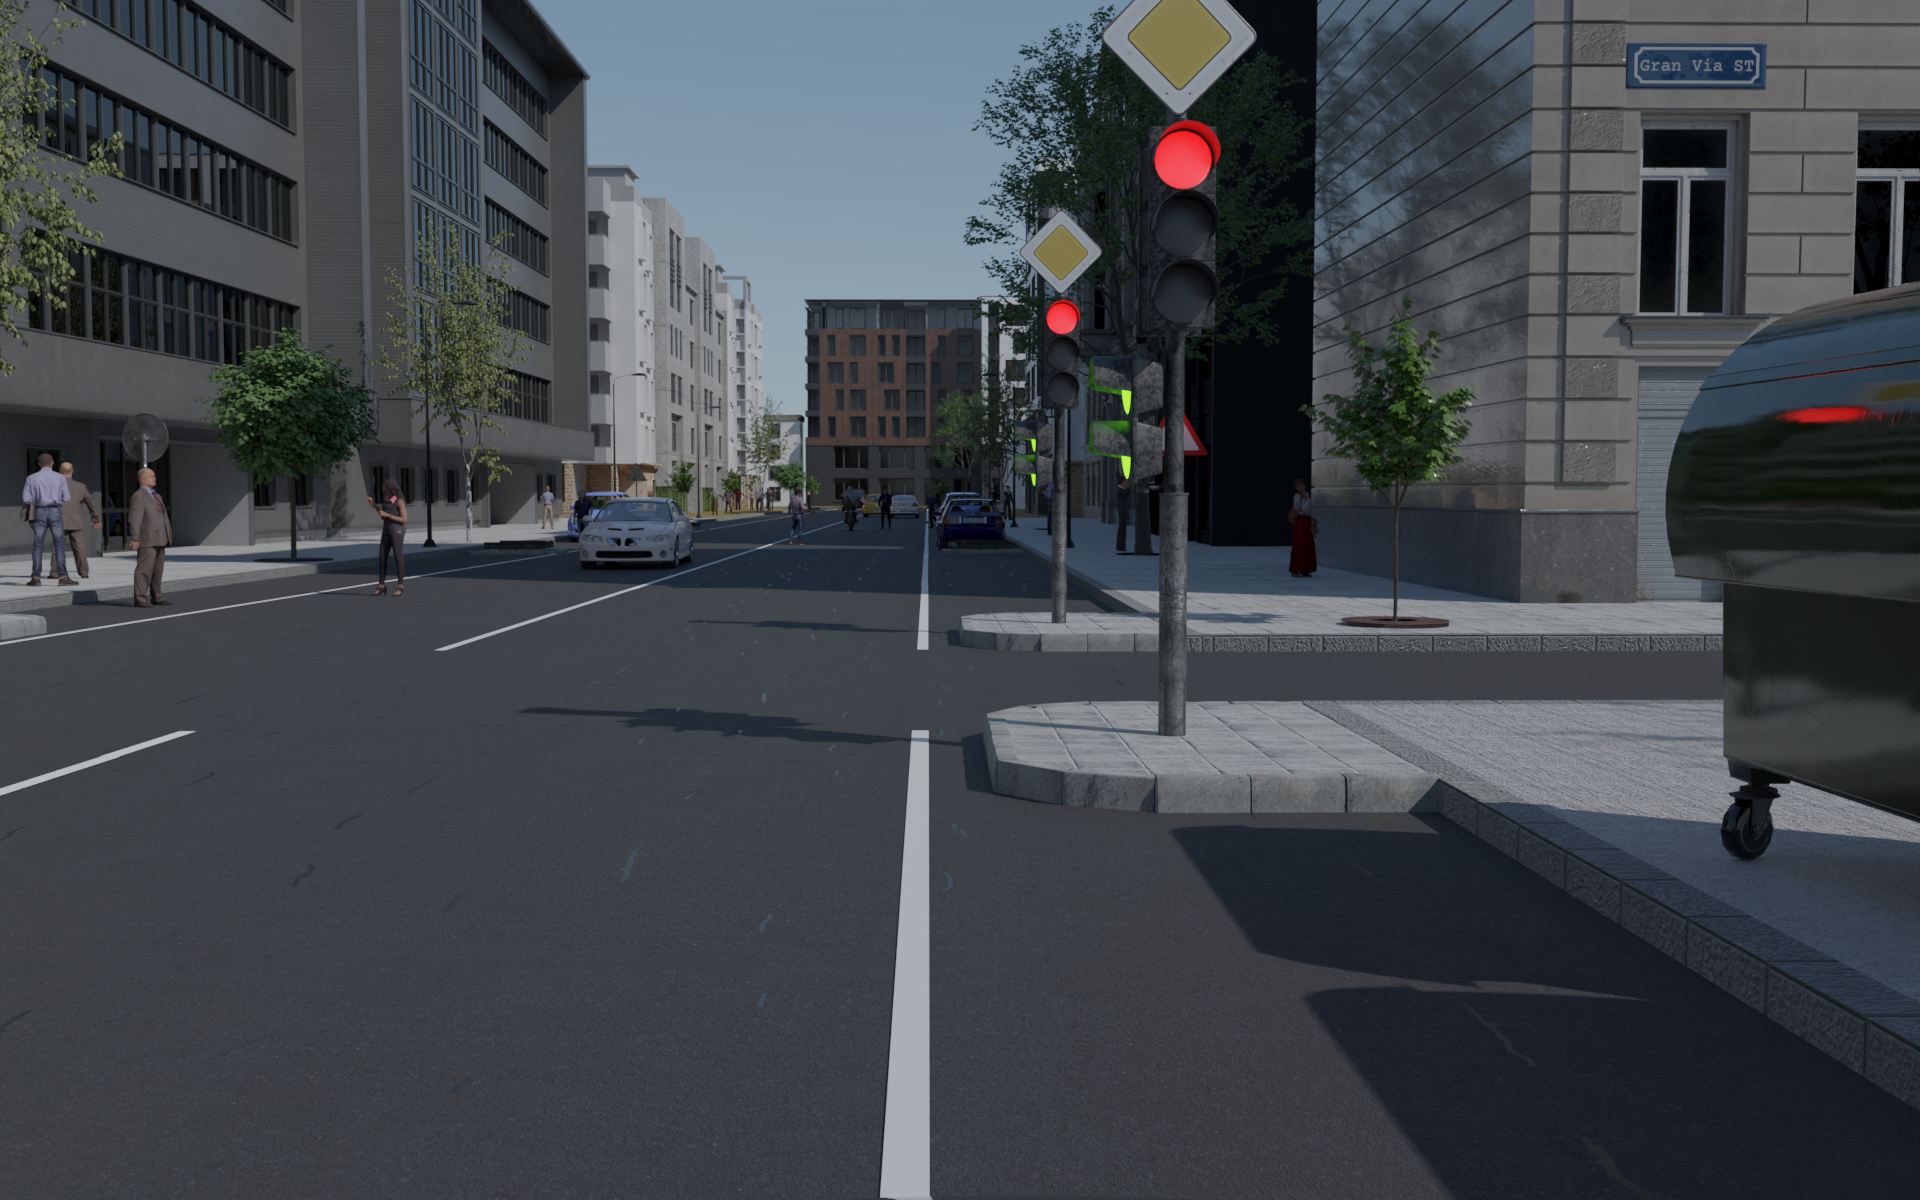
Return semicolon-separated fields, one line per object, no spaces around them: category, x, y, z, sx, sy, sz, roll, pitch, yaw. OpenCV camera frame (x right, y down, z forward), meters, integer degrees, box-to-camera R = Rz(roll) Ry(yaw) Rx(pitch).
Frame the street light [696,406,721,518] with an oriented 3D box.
street light;-13.273;-7.270;91.406;1.470;5.913;1.316;0;4;-1

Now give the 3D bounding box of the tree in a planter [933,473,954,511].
tree in a planter;-1.377;-9.130;146.504;1.991;3.239;1.994;0;4;-1

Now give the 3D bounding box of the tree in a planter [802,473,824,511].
tree in a planter;-12.471;-9.078;145.647;1.991;3.239;1.994;0;4;-1

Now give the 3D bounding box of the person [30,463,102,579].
person;-13.569;-1.203;26.260;0.990;1.755;0.434;-3;4;-36

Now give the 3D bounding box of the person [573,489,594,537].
person;-9.531;-2.046;44.162;0.569;1.553;0.471;3;5;42

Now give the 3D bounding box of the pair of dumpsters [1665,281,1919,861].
pair of dumpsters;3.337;-0.093;4.022;1.574;2.255;4.436;0;4;-1

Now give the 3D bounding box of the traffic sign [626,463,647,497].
traffic sign;-13.334;-4.368;71.426;0.884;2.594;0.081;0;4;8

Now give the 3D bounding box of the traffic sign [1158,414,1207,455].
traffic sign;2.954;-1.459;23.858;0.884;2.594;0.081;1;4;8

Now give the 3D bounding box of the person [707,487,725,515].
person;-15.095;-6.125;106.923;1.217;1.736;0.721;1;4;18

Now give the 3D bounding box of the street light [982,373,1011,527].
street light;1.545;-5.755;66.639;1.470;5.913;1.316;0;4;-1

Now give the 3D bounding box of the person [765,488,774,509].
person;-16.586;-8.789;149.765;0.705;1.821;1.348;2;4;32

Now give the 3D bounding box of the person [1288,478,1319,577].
person;5.282;-1.111;26.676;0.387;1.526;0.523;3;5;39

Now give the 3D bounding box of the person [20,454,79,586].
person;-12.720;-1.118;24.192;0.709;1.838;0.599;-1;4;-22

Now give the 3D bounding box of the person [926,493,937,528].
person;-1.205;-3.788;73.123;0.600;1.496;0.574;3;5;40

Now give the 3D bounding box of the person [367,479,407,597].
person;-8.021;-0.872;24.228;0.593;1.643;0.415;0;4;-3

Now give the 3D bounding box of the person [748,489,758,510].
person;-16.706;-8.115;139.429;0.721;1.736;1.217;2;4;34

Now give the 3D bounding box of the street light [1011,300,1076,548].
street light;2.053;-4.197;41.168;1.470;5.913;1.316;0;4;-1

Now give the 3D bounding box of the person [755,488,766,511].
person;-14.900;-7.471;129.134;0.756;1.711;0.436;0;4;6

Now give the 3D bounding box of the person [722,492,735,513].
person;-16.072;-6.948;120.188;0.990;1.755;0.434;1;4;21

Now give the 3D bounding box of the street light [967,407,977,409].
street light;1.030;-7.317;92.181;1.470;5.913;1.316;0;4;-1

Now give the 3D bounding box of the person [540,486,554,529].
person;-15.210;-3.407;63.810;0.516;1.574;0.319;-2;4;-23

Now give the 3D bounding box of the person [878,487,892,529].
person;-3.063;-3.774;70.905;0.576;1.737;0.504;0;4;-2

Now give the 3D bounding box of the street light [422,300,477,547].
street light;-12.256;-4.225;41.625;1.470;5.913;1.316;0;4;-1

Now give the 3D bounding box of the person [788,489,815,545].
person;-4.561;-2.347;48.839;0.963;1.587;0.435;2;4;28

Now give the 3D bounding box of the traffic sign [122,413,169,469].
traffic sign;-12.857;-1.666;27.342;0.768;2.556;0.104;0;4;7

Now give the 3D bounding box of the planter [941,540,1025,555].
planter;0.540;-1.272;41.941;1.991;0.319;1.994;0;4;-1

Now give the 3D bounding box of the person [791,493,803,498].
person;-15.623;-9.756;165.545;1.348;1.826;0.705;2;4;28

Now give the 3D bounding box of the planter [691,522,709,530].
planter;-11.066;-2.931;69.059;1.991;0.319;1.994;0;4;-1

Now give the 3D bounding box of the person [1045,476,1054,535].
person;2.990;-2.935;53.895;0.599;1.838;0.709;-2;4;-26

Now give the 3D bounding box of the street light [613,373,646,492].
street light;-12.718;-5.744;66.454;1.470;5.913;1.316;0;4;-1

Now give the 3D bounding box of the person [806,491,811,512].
person;-11.832;-7.684;134.939;0.445;1.727;0.742;-1;4;-23

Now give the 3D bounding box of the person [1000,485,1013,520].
person;2.286;-4.766;84.774;0.445;1.727;0.742;3;4;38

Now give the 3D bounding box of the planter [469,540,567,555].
planter;-10.553;-1.255;41.655;1.991;0.319;1.994;0;4;-1

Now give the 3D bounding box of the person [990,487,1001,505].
person;3.008;-8.869;150.676;1.348;1.869;0.705;3;4;38

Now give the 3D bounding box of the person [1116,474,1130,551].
person;3.746;-1.961;38.900;0.445;1.727;0.742;-2;4;-25

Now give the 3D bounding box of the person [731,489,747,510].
person;-17.380;-7.929;135.643;1.348;1.831;0.705;0;4;-7

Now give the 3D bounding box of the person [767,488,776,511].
person;-14.536;-7.749;133.546;0.445;1.727;0.742;2;4;31

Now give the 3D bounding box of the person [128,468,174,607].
person;-10.290;-0.798;22.098;0.434;1.755;0.990;0;4;6

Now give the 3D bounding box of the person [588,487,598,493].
person;-18.528;-4.891;87.477;0.593;1.643;0.415;-1;4;-12
